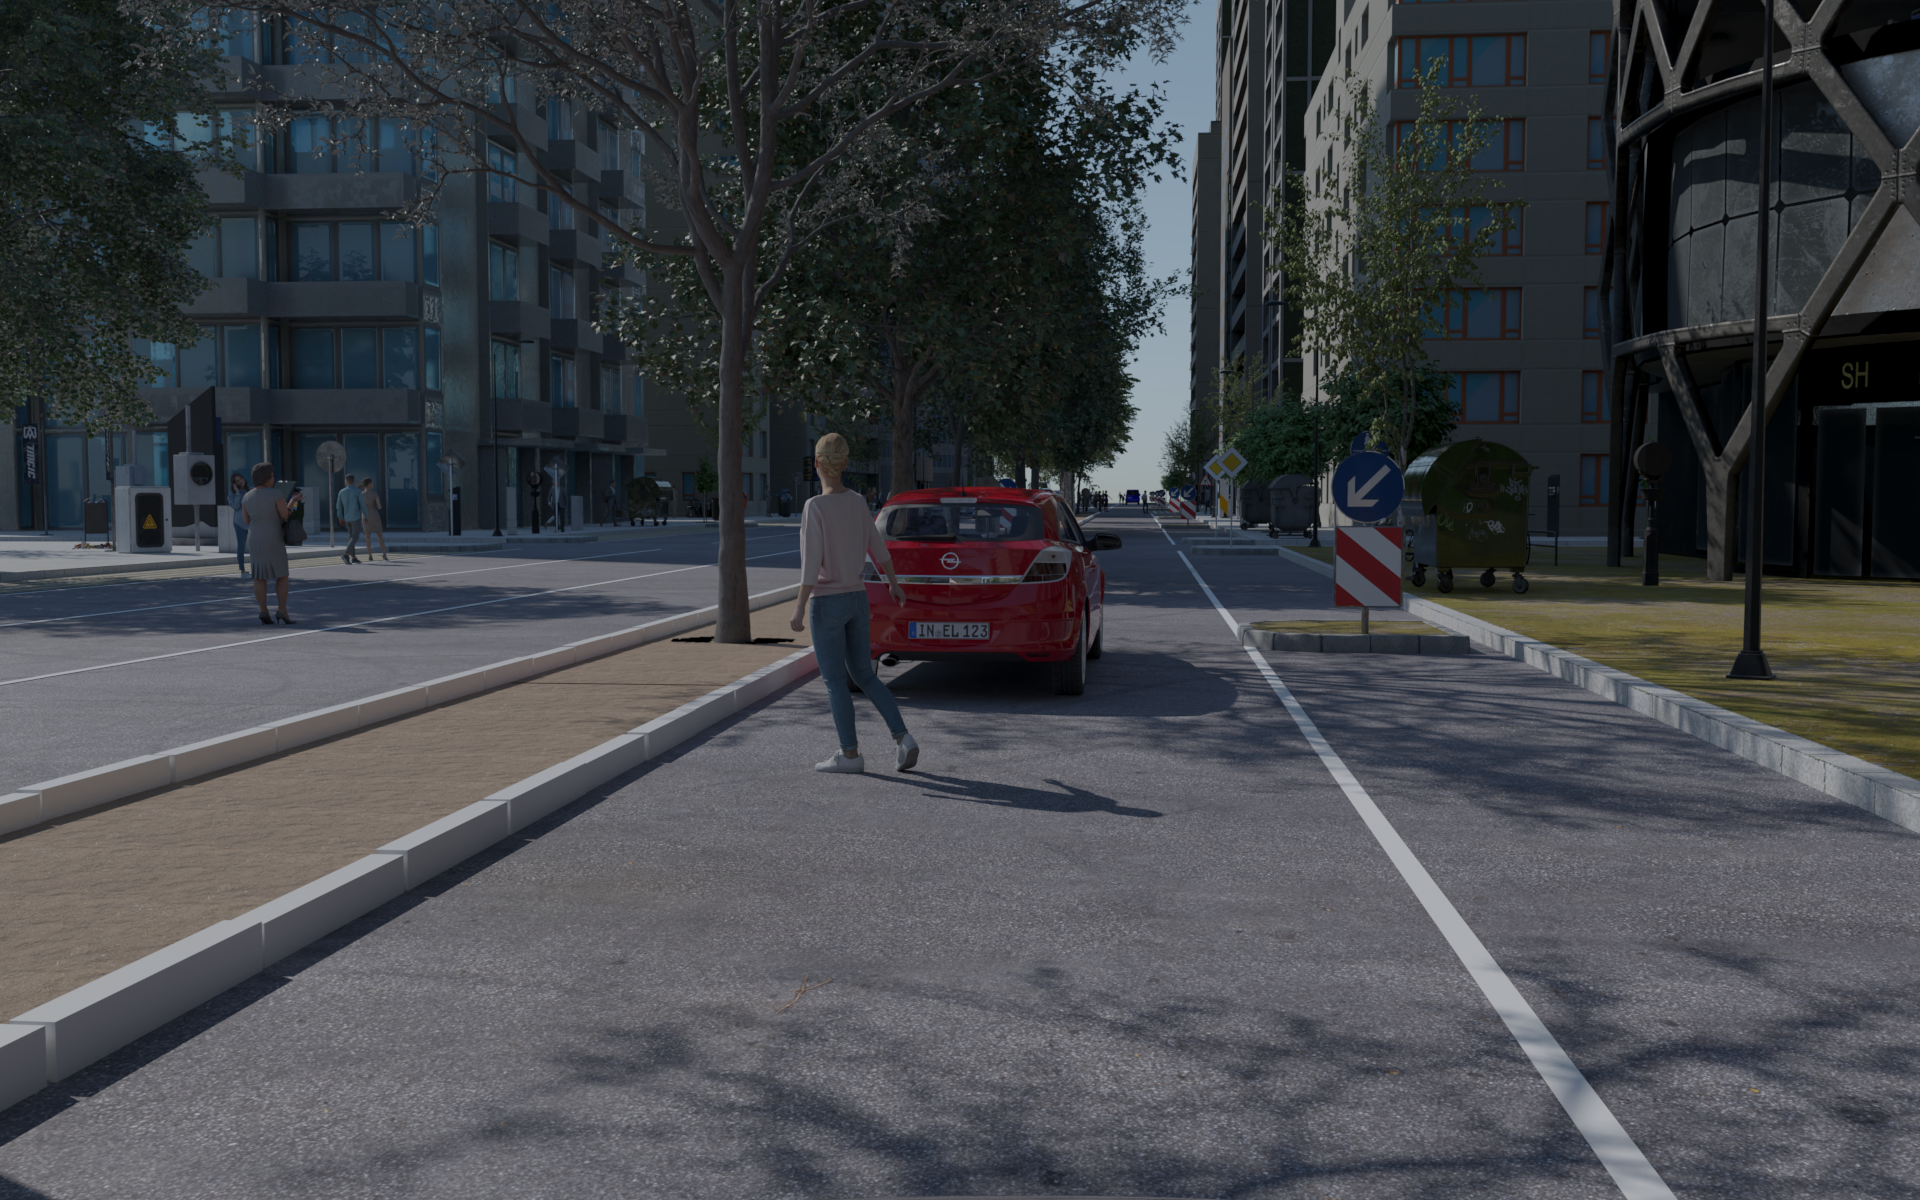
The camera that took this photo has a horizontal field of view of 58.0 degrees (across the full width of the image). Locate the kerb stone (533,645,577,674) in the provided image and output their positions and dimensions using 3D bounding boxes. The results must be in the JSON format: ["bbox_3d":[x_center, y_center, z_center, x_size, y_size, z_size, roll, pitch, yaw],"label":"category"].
[{"bbox_3d":[-3.362,0.503,14.129,0.120,0.150,1.000,0,4,6],"label":"kerb stone"}]

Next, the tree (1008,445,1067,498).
[{"bbox_3d":[4.737,-7.818,80.645,4.737,8.622,4.395,0,3,0],"label":"tree"}]

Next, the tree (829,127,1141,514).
[{"bbox_3d":[-0.206,-6.238,38.865,8.767,10.594,7.601,0,4,6],"label":"tree"}]

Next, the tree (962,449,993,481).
[{"bbox_3d":[2.376,-16.175,214.817,4.360,8.622,3.978,0,3,0],"label":"tree"}]

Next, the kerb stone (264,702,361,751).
[{"bbox_3d":[-3.774,0.743,10.055,0.120,0.150,1.000,0,4,6],"label":"kerb stone"}]

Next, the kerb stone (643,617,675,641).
[{"bbox_3d":[-3.046,0.307,17.179,0.120,0.150,1.000,0,4,6],"label":"kerb stone"}]

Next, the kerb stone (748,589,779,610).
[{"bbox_3d":[-2.521,-0.004,22.285,0.120,0.150,1.000,0,4,6],"label":"kerb stone"}]

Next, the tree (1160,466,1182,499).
[{"bbox_3d":[24.556,-12.887,194.418,4.285,4.588,4.351,0,3,0],"label":"tree"}]

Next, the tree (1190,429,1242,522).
[{"bbox_3d":[10.215,-4.250,53.207,4.285,4.588,4.351,0,3,0],"label":"tree"}]

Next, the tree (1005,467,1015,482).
[{"bbox_3d":[8.612,-20.257,281.571,4.360,8.622,3.978,0,3,0],"label":"tree"}]

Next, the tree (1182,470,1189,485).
[{"bbox_3d":[13.393,-5.857,79.481,4.285,4.588,4.351,0,3,0],"label":"tree"}]

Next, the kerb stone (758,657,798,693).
[{"bbox_3d":[-1.380,0.569,12.890,0.120,0.150,1.000,0,4,6],"label":"kerb stone"}]

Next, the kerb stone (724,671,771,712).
[{"bbox_3d":[-1.478,0.632,11.866,0.120,0.150,1.000,0,4,6],"label":"kerb stone"}]

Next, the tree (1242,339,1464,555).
[{"bbox_3d":[8.972,-3.243,36.738,4.285,4.588,4.351,0,3,0],"label":"tree"}]

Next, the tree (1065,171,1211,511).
[{"bbox_3d":[7.315,-14.638,97.669,12.611,20.169,13.585,0,3,0],"label":"tree"}]

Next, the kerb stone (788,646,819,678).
[{"bbox_3d":[-1.277,0.507,13.907,0.120,0.150,1.000,0,4,6],"label":"kerb stone"}]

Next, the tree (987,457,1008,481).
[{"bbox_3d":[5.427,-17.969,244.147,4.737,8.622,4.395,0,3,0],"label":"tree"}]

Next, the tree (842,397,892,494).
[{"bbox_3d":[-6.880,-10.521,122.378,4.360,8.622,3.978,0,3,0],"label":"tree"}]

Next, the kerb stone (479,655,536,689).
[{"bbox_3d":[-3.463,0.556,13.107,0.120,0.150,1.000,0,4,6],"label":"kerb stone"}]

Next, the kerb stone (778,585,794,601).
[{"bbox_3d":[-2.420,-0.067,23.302,0.120,0.150,1.000,0,4,6],"label":"kerb stone"}]

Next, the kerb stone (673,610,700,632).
[{"bbox_3d":[-2.945,0.244,18.205,0.120,0.150,1.000,0,4,6],"label":"kerb stone"}]

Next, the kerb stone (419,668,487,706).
[{"bbox_3d":[-3.565,0.618,12.090,0.120,0.150,1.000,0,4,6],"label":"kerb stone"}]

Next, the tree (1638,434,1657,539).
[{"bbox_3d":[20.051,-3.346,49.301,1.663,3.219,1.824,0,3,0],"label":"tree"}]

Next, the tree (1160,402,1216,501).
[{"bbox_3d":[18.498,-11.460,137.741,4.360,8.622,3.978,0,3,0],"label":"tree"}]

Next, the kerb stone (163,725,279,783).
[{"bbox_3d":[-3.873,0.806,9.037,0.120,0.150,1.000,0,4,6],"label":"kerb stone"}]

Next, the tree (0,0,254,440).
[{"bbox_3d":[-16.660,-7.450,28.466,9.857,13.997,8.962,0,3,0],"label":"tree"}]

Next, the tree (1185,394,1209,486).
[{"bbox_3d":[14.241,-8.367,87.164,4.737,8.622,4.395,0,3,0],"label":"tree"}]

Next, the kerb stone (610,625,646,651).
[{"bbox_3d":[-3.154,0.375,16.163,0.120,0.150,1.000,0,4,6],"label":"kerb stone"}]

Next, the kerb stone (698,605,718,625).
[{"bbox_3d":[-2.833,0.182,19.230,0.120,0.150,1.000,0,4,6],"label":"kerb stone"}]

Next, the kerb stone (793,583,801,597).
[{"bbox_3d":[-2.310,-0.130,24.319,0.120,0.150,1.000,0,4,6],"label":"kerb stone"}]

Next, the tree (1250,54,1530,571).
[{"bbox_3d":[7.148,-4.797,28.801,4.737,8.622,4.395,0,3,0],"label":"tree"}]

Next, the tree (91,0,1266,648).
[{"bbox_3d":[-2.201,-6.335,16.406,12.009,13.543,11.850,0,3,0],"label":"tree"}]

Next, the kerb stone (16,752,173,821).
[{"bbox_3d":[-3.994,0.868,8.022,0.120,0.150,1.000,0,4,6],"label":"kerb stone"}]

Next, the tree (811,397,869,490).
[{"bbox_3d":[-7.769,-10.052,114.718,4.737,8.622,4.395,0,3,0],"label":"tree"}]

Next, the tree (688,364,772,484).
[{"bbox_3d":[-11.619,-8.487,89.118,4.737,8.622,4.395,0,3,0],"label":"tree"}]

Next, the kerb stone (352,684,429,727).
[{"bbox_3d":[-3.674,0.683,11.072,0.120,0.150,1.000,0,4,6],"label":"kerb stone"}]

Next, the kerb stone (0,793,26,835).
[{"bbox_3d":[-4.085,0.941,6.995,0.120,0.150,1.000,0,4,6],"label":"kerb stone"}]

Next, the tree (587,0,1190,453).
[{"bbox_3d":[-0.983,-6.718,29.299,9.611,12.733,9.660,0,3,0],"label":"tree"}]

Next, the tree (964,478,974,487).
[{"bbox_3d":[1.033,-12.723,202.619,1.663,3.219,1.824,0,3,0],"label":"tree"}]

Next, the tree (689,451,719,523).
[{"bbox_3d":[-11.430,-5.098,77.951,1.663,3.219,1.824,0,3,0],"label":"tree"}]

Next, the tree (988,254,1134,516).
[{"bbox_3d":[3.257,-9.331,73.142,7.486,12.596,7.792,0,3,0],"label":"tree"}]

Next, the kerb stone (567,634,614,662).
[{"bbox_3d":[-3.256,0.431,15.145,0.120,0.150,1.000,0,4,6],"label":"kerb stone"}]

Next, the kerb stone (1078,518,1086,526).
[{"bbox_3d":[5.978,-3.828,84.780,0.120,0.150,1.000,0,4,6],"label":"kerb stone"}]

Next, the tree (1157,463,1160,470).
[{"bbox_3d":[21.007,-12.791,159.491,4.360,8.622,3.978,0,3,0],"label":"tree"}]

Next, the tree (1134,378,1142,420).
[{"bbox_3d":[5.319,-10.235,87.923,7.486,12.596,7.792,0,3,0],"label":"tree"}]

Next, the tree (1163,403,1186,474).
[{"bbox_3d":[17.863,-11.103,131.892,4.737,8.622,4.395,0,3,0],"label":"tree"}]
